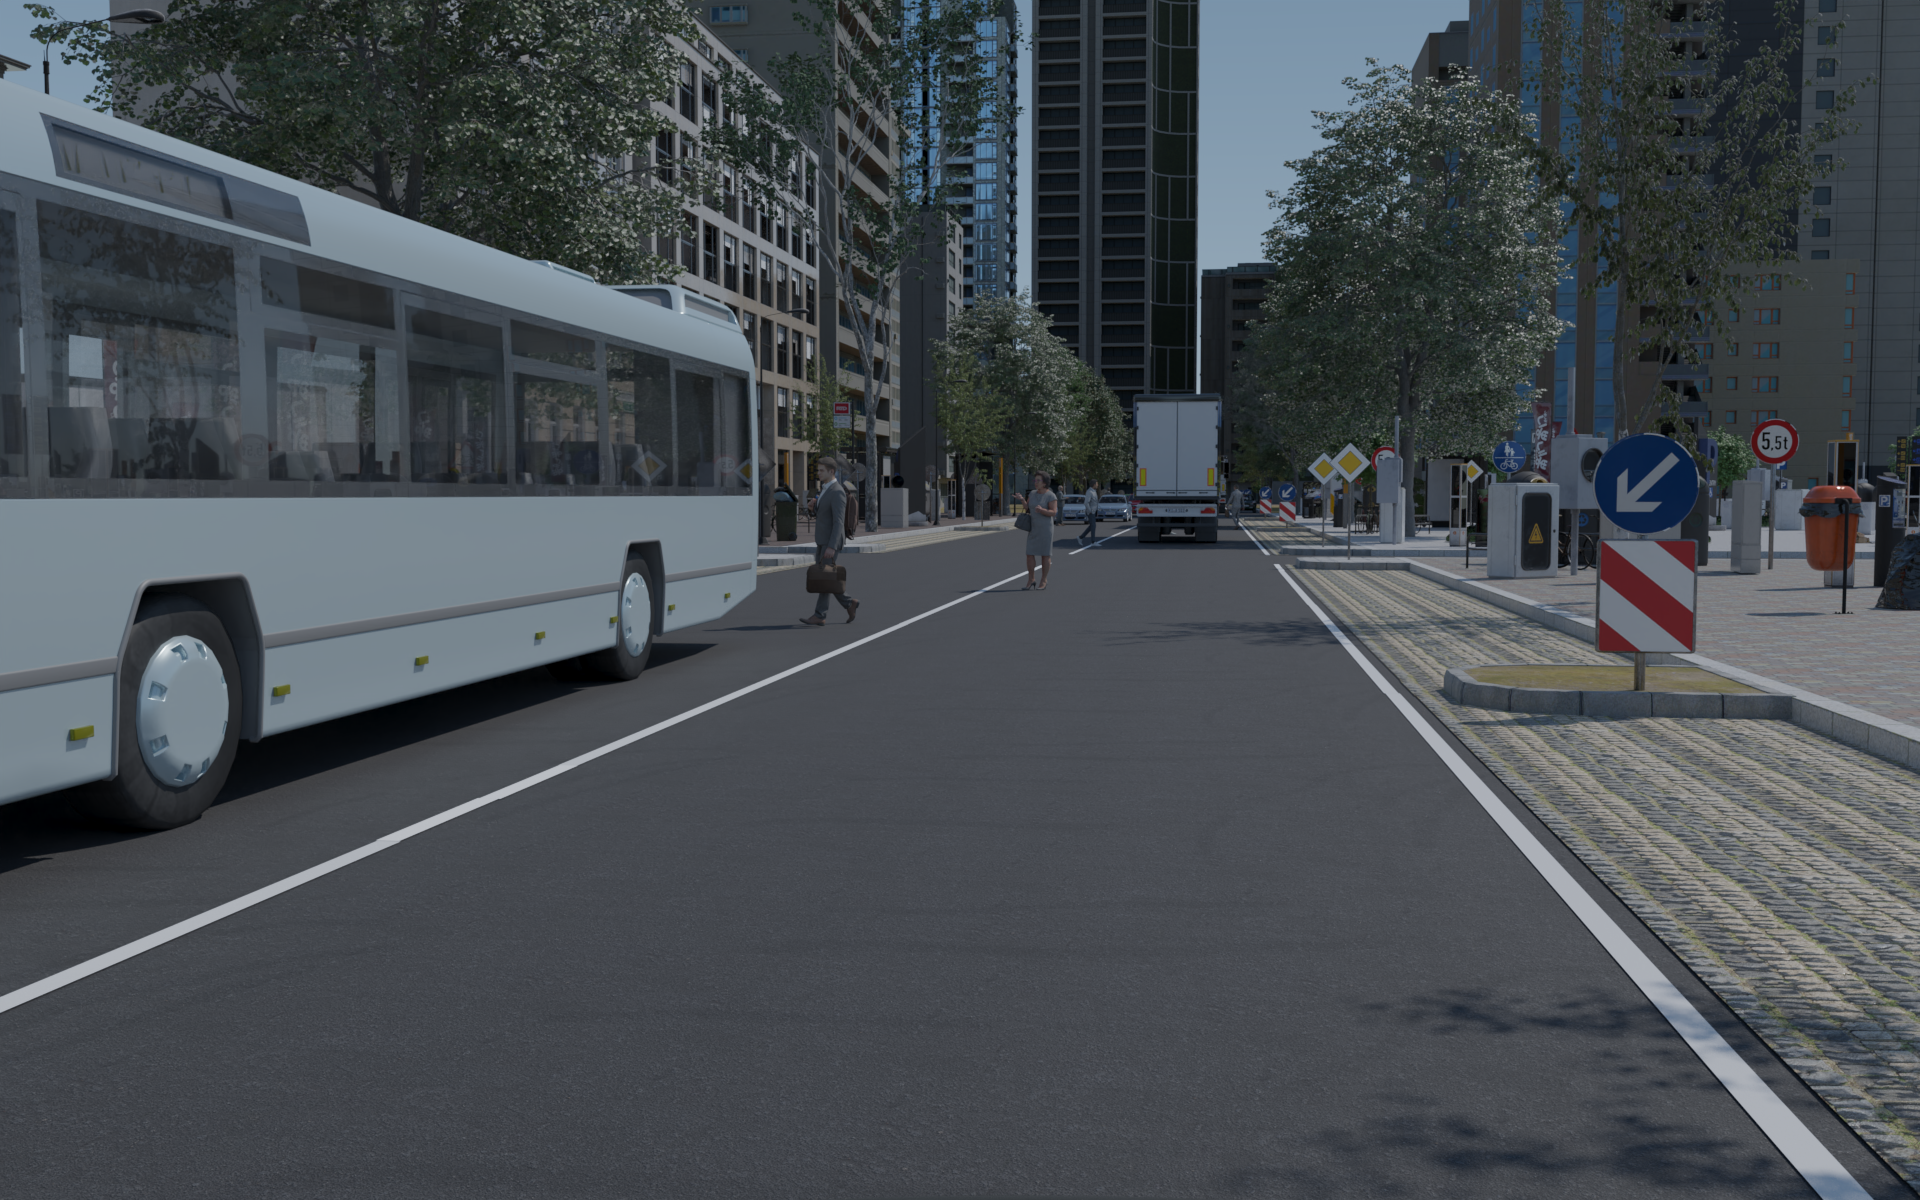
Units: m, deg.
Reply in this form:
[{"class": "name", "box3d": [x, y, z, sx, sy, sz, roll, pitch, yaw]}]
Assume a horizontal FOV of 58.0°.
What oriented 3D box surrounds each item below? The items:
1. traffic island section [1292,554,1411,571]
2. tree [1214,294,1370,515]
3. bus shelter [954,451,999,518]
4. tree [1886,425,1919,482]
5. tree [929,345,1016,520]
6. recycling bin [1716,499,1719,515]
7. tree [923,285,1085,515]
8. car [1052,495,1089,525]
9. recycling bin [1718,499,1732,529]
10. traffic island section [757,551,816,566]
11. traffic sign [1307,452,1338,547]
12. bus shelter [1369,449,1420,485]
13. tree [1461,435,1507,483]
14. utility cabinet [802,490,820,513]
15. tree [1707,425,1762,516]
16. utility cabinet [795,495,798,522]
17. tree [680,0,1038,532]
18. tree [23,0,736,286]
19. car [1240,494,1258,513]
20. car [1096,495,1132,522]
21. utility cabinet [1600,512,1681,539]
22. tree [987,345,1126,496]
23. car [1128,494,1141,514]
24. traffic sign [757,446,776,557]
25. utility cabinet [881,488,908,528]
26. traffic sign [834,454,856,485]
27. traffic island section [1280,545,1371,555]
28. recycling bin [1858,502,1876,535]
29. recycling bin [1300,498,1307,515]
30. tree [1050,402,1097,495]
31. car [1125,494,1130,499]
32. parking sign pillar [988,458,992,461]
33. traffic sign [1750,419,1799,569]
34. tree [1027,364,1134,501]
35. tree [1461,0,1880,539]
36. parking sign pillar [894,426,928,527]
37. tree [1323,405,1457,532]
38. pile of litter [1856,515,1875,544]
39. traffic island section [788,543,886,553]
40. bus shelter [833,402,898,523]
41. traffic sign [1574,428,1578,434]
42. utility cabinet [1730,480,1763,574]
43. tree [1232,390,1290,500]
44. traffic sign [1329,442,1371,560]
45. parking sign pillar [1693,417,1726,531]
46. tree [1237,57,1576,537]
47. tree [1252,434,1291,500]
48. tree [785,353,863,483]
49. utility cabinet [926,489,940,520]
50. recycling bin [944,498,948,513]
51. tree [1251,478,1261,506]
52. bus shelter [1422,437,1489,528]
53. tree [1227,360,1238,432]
[{"class": "traffic island section", "box3d": [7.599, -0.702, 33.757, 2.009, 0.180, 2.903, 1, 4, 8]}, {"class": "tree", "box3d": [20.604, -11.965, 106.003, 12.009, 13.543, 11.850, 0, 3, 0]}, {"class": "bus shelter", "box3d": [0.955, -6.471, 97.088, 1.731, 3.624, 6.357, 1, 4, 8]}, {"class": "tree", "box3d": [40.214, -5.361, 71.366, 4.285, 4.588, 4.351, 0, 3, 0]}, {"class": "tree", "box3d": [0.317, -8.232, 84.959, 4.737, 8.622, 4.395, 0, 3, 0]}, {"class": "recycling bin", "box3d": [41.833, -5.027, 94.739, 0.722, 1.027, 0.722, 3, 5, 44]}, {"class": "tree", "box3d": [2.668, -12.135, 105.065, 9.857, 13.997, 8.962, 0, 3, 0]}, {"class": "car", "box3d": [5.375, -4.323, 82.687, 2.014, 1.417, 4.499, 0, 4, 7]}, {"class": "recycling bin", "box3d": [28.326, -3.107, 63.349, 0.722, 1.027, 0.722, 3, 5, 41]}, {"class": "traffic island section", "box3d": [-4.168, -0.807, 35.474, 2.009, 0.180, 2.903, 1, 4, 8]}, {"class": "traffic sign", "box3d": [8.729, -2.321, 41.584, 0.795, 2.450, 0.064, 1, 4, 8]}, {"class": "bus shelter", "box3d": [21.220, -6.592, 85.409, 2.179, 5.291, 8.768, 1, 4, 8]}, {"class": "tree", "box3d": [26.159, -6.324, 87.114, 4.285, 4.588, 4.351, 0, 3, 0]}, {"class": "utility cabinet", "box3d": [-8.907, -5.857, 104.441, 1.173, 1.500, 0.318, -1, 4, -9]}, {"class": "tree", "box3d": [35.556, -5.939, 80.822, 4.285, 4.588, 4.351, 0, 3, 0]}, {"class": "utility cabinet", "box3d": [-7.777, -4.087, 77.987, 1.020, 1.237, 0.306, 2, 4, 30]}, {"class": "tree", "box3d": [-4.363, -12.332, 57.515, 12.611, 20.169, 13.585, 0, 3, 0]}, {"class": "tree", "box3d": [-8.334, -7.315, 26.261, 9.857, 13.997, 8.962, 0, 3, 0]}, {"class": "car", "box3d": [21.735, -7.486, 132.179, 2.009, 1.686, 4.222, 1, 4, 8]}, {"class": "car", "box3d": [7.999, -4.790, 90.324, 2.014, 1.417, 4.499, 1, 4, 9]}, {"class": "utility cabinet", "box3d": [9.807, -0.998, 24.990, 1.173, 1.500, 0.318, -1, 4, -18]}, {"class": "tree", "box3d": [5.429, -11.752, 117.898, 9.928, 11.665, 9.643, 0, 3, 0]}, {"class": "car", "box3d": [11.689, -6.326, 112.469, 2.155, 1.783, 4.494, 0, 4, 7]}, {"class": "traffic sign", "box3d": [-4.143, -1.943, 35.409, 0.795, 2.450, 0.064, 1, 4, 8]}, {"class": "utility cabinet", "box3d": [-2.449, -3.444, 64.988, 1.173, 1.500, 0.318, 3, 5, 43]}, {"class": "traffic sign", "box3d": [-2.989, -2.426, 43.311, 0.795, 2.450, 0.064, 1, 4, 8]}, {"class": "traffic island section", "box3d": [8.753, -1.185, 41.658, 2.009, 0.180, 2.903, 1, 4, 8]}, {"class": "recycling bin", "box3d": [28.412, -2.574, 54.641, 0.722, 1.027, 0.722, 3, 4, 38]}, {"class": "recycling bin", "box3d": [20.918, -5.603, 104.163, 0.722, 1.027, 0.722, 2, 4, 30]}, {"class": "tree", "box3d": [8.344, -11.308, 135.255, 4.737, 8.622, 4.395, 0, 3, 0]}, {"class": "car", "box3d": [12.614, -7.018, 126.549, 2.131, 1.459, 4.920, 1, 4, 9]}, {"class": "parking sign pillar", "box3d": [1.733, -7.604, 112.799, 1.447, 3.967, 1.447, 1, 4, 12]}, {"class": "traffic sign", "box3d": [13.804, -1.793, 29.424, 0.768, 2.556, 0.104, 1, 4, 11]}, {"class": "tree", "box3d": [10.471, -14.308, 150.949, 9.611, 12.733, 9.660, 0, 3, 0]}, {"class": "tree", "box3d": [8.048, -4.269, 20.154, 4.360, 8.622, 3.978, 0, 3, 0]}, {"class": "parking sign pillar", "box3d": [-1.992, -4.916, 68.849, 1.447, 3.967, 1.447, -3, 5, -40]}, {"class": "tree", "box3d": [14.006, -4.608, 59.052, 4.285, 4.588, 4.351, 0, 3, 0]}, {"class": "pile of litter", "box3d": [23.270, -1.923, 45.404, 1.176, 0.858, 1.719, -2, 4, -24]}, {"class": "traffic island section", "box3d": [-3.013, -1.290, 43.376, 2.009, 0.180, 2.903, 1, 4, 8]}, {"class": "bus shelter", "box3d": [-4.055, -6.137, 77.967, 2.179, 5.291, 8.768, 1, 4, 8]}, {"class": "traffic sign", "box3d": [12.027, -2.080, 34.009, 0.884, 2.594, 0.081, 1, 4, 15]}, {"class": "utility cabinet", "box3d": [12.752, -1.185, 28.062, 0.318, 1.500, 1.173, 1, 4, 17]}, {"class": "tree", "box3d": [32.008, -16.073, 180.918, 7.486, 12.596, 7.792, 0, 3, 0]}, {"class": "traffic sign", "box3d": [7.574, -1.837, 33.683, 0.795, 2.450, 0.064, 1, 4, 8]}, {"class": "parking sign pillar", "box3d": [26.161, -4.424, 60.797, 1.447, 3.967, 1.447, 3, 5, 42]}, {"class": "tree", "box3d": [13.466, -8.866, 51.609, 9.857, 13.997, 8.962, 0, 3, 0]}, {"class": "tree", "box3d": [29.022, -12.932, 161.803, 4.737, 8.622, 4.395, 0, 3, 0]}, {"class": "tree", "box3d": [-6.854, -8.533, 89.880, 4.737, 8.622, 4.395, 0, 3, 0]}, {"class": "utility cabinet", "box3d": [-1.544, -4.563, 83.290, 1.173, 1.500, 0.318, 1, 4, 10]}, {"class": "recycling bin", "box3d": [-0.630, -6.418, 117.482, 0.722, 1.027, 0.722, 1, 4, 21]}, {"class": "tree", "box3d": [32.804, -11.878, 188.806, 1.663, 3.219, 1.824, 0, 3, 0]}, {"class": "bus shelter", "box3d": [18.245, -4.270, 63.732, 2.014, 3.302, 5.546, 1, 4, 8]}, {"class": "tree", "box3d": [23.380, -13.028, 119.670, 9.857, 13.997, 8.962, 0, 3, 0]}]
